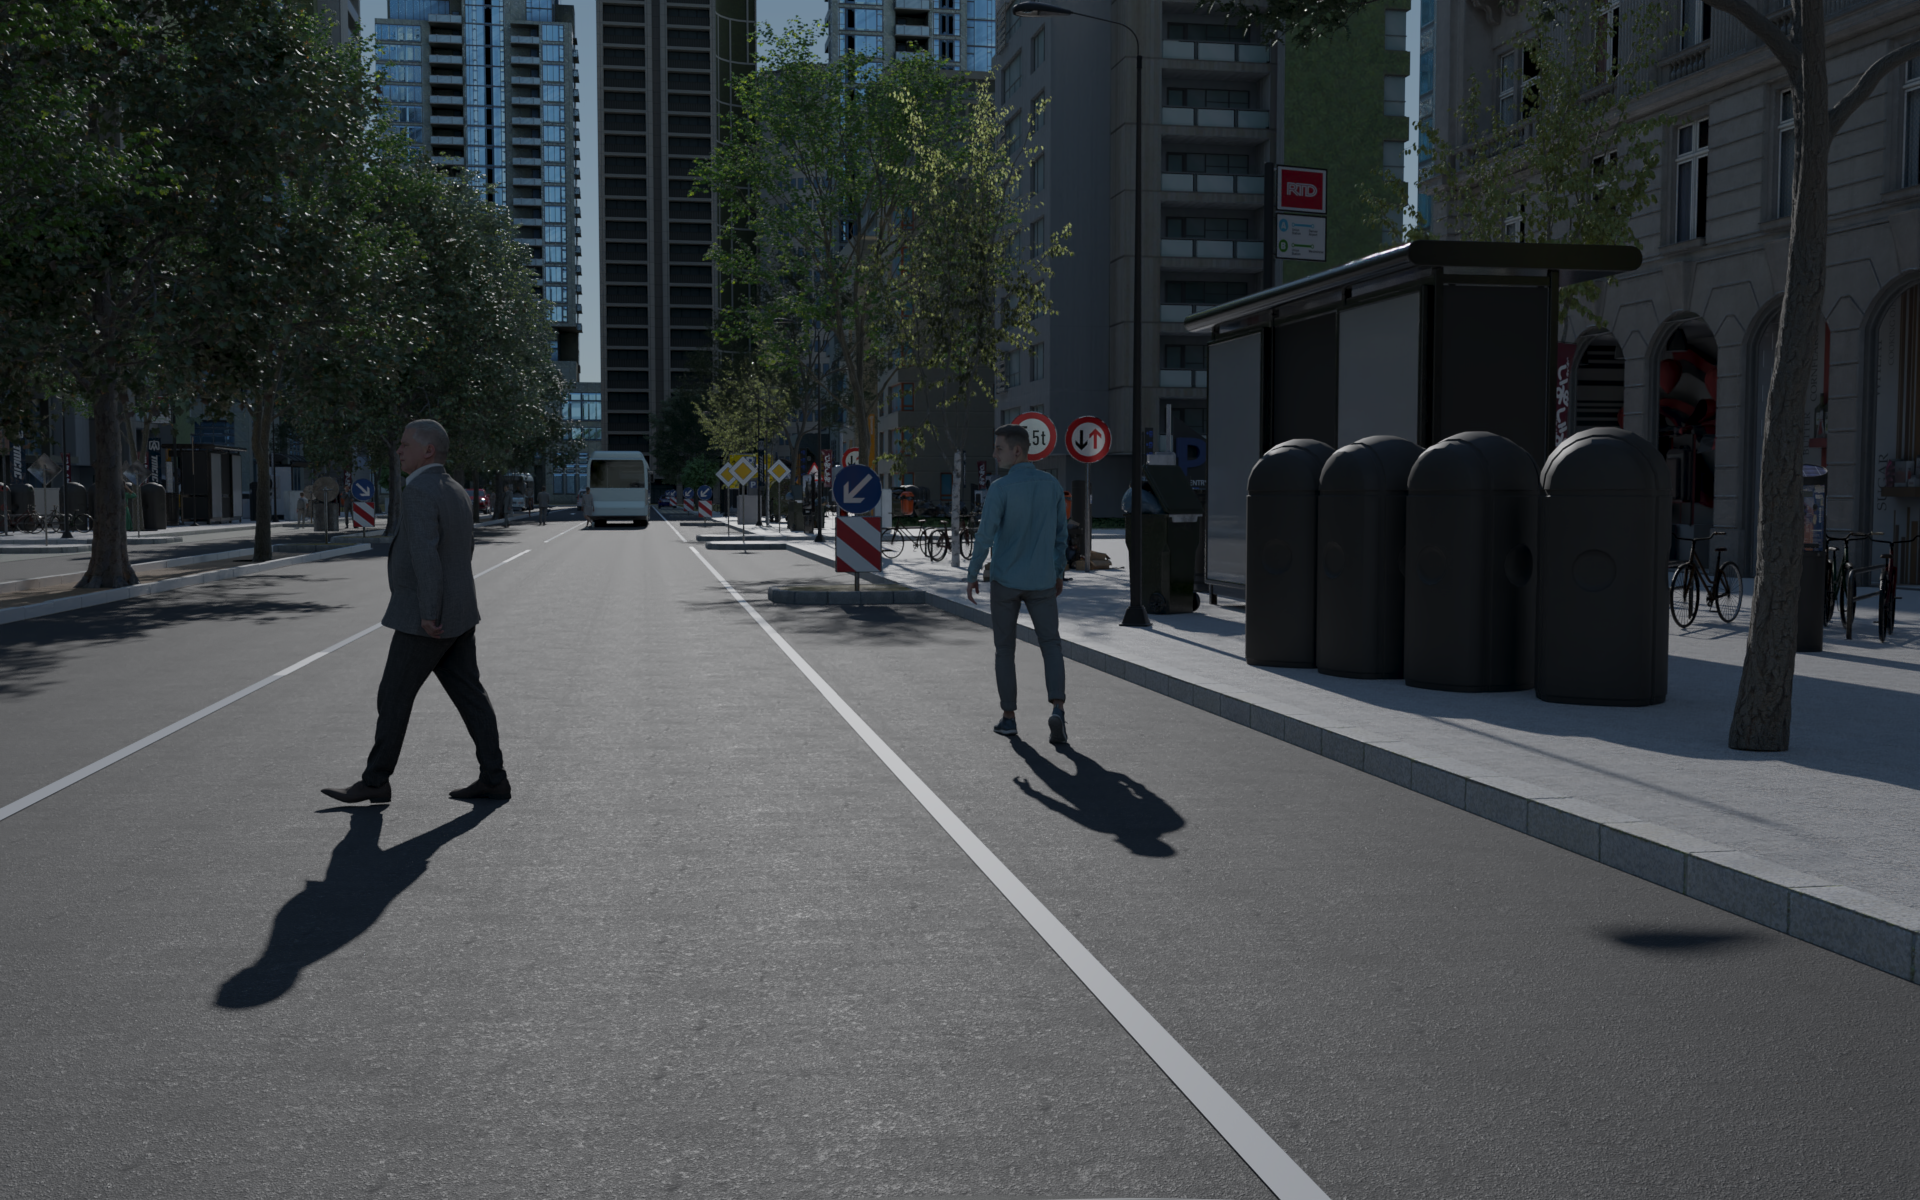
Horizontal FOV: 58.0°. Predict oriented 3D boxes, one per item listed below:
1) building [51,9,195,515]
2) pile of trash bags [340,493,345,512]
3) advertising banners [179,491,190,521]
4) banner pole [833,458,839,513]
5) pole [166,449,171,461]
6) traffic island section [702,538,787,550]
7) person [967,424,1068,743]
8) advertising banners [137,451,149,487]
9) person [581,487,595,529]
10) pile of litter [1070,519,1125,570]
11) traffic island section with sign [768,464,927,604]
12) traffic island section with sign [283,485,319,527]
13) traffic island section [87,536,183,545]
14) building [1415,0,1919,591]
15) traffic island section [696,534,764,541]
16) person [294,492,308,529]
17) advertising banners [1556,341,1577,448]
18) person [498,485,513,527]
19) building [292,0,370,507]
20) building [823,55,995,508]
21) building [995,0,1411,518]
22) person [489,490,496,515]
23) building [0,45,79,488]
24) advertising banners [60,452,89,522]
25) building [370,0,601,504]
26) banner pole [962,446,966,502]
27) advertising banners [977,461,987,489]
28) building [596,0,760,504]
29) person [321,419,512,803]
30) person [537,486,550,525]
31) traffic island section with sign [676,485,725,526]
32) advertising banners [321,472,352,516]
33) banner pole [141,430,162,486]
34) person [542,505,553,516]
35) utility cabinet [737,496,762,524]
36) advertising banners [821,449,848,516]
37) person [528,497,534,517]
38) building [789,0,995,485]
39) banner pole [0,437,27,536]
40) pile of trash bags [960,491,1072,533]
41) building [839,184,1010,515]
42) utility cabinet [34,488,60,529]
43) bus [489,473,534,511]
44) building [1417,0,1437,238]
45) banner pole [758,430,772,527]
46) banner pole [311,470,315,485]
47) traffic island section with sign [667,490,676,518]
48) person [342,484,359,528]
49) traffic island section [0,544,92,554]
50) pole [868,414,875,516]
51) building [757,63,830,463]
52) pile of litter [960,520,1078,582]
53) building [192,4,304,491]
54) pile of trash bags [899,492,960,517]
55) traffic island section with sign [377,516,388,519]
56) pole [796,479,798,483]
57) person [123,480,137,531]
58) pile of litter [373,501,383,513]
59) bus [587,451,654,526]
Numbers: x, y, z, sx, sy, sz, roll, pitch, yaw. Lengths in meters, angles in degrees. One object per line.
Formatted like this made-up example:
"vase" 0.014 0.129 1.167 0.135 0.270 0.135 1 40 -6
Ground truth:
"building" -53.512 -25.428 99.341 14.154 41.232 14.086 -1 4 -10
"pile of trash bags" -44.703 -6.880 122.242 1.912 1.369 3.447 3 4 37
"advertising banners" -35.972 -5.257 82.136 2.074 3.025 0.090 -1 4 -17
"banner pole" -8.567 -7.936 119.765 0.401 3.779 0.863 -2 4 -35
"pole" -34.657 -5.019 75.901 0.158 3.312 0.155 0 3 0
"traffic island section" -5.702 -1.441 45.833 2.009 0.180 2.903 -1 4 -10
"person" 0.361 -0.108 10.132 0.638 1.841 0.748 -1 4 -12
"advertising banners" -34.217 -4.570 70.900 2.074 3.025 0.090 -1 4 -18
"person" -15.185 -3.769 70.876 0.760 1.731 0.466 3 4 37
"pile of litter" 2.057 -0.948 29.464 1.719 0.858 1.176 -1 4 -18
"traffic island section with sign" -1.589 -0.911 23.517 1.989 1.847 2.006 -1 4 -10
"traffic island section with sign" -28.256 -4.081 75.348 1.989 1.847 2.006 -1 4 -10
"traffic island section" -24.009 -1.732 50.598 2.009 0.180 2.903 -1 4 -10
"building" 17.808 -11.261 25.918 13.314 21.916 24.055 -1 4 -10
"traffic island section" -7.149 -1.921 53.687 2.009 0.180 2.903 -1 4 -10
"person" -27.118 -3.681 71.281 0.523 1.515 0.503 2 4 26
"advertising banners" 6.350 -1.425 19.480 2.074 3.025 0.090 -3 5 -40
"person" -19.565 -4.034 74.551 0.694 1.812 0.767 2 4 31
"building" -74.500 -38.539 172.116 28.212 58.520 21.231 -1 4 -10
"building" 3.995 -28.264 153.998 32.217 40.220 23.993 -1 4 -10
"building" 9.591 -23.827 73.170 14.086 41.232 14.154 -1 4 -10
"person" -31.150 -6.513 115.322 0.374 1.781 0.599 -3 5 -44
"building" -102.749 -31.363 167.407 28.867 44.769 22.147 -1 4 -10
"advertising banners" -37.361 -4.736 73.622 0.090 3.025 2.074 1 4 19
"building" -62.676 -55.805 225.086 31.000 86.520 22.319 -1 4 -10
"banner pole" 0.203 -5.982 87.828 0.401 3.779 0.863 -1 4 -13
"advertising banners" 1.901 -5.788 90.819 2.074 3.025 0.090 0 4 -1
"building" -37.095 -48.371 229.120 20.611 71.187 20.563 -1 4 -10
"person" -2.527 0.052 8.050 0.834 1.777 0.661 0 4 -5
"person" -19.281 -4.375 80.223 0.606 1.804 0.583 -1 4 -14
"traffic island section with sign" -11.601 -4.236 77.882 1.989 1.847 2.006 -1 4 -10
"advertising banners" -36.559 -6.429 101.297 2.074 3.025 0.090 -1 4 -9
"banner pole" -31.502 -4.734 67.419 0.863 3.779 0.401 -2 4 -32
"person" -27.336 -6.161 114.727 0.738 1.151 1.012 1 4 20
"utility cabinet" -8.999 -3.842 73.981 1.020 1.237 0.306 -2 4 -25
"advertising banners" -4.574 -4.397 68.074 2.074 3.025 0.090 -3 4 -36
"person" -26.415 -5.713 106.575 0.373 1.253 0.362 0 4 -4
"building" -5.353 -52.973 178.775 22.319 86.520 31.000 -1 4 -10
"banner pole" -29.036 -3.857 53.077 0.401 3.779 0.863 3 5 42
"pile of trash bags" 2.025 -2.844 56.251 3.447 1.369 1.912 -1 4 -17
"building" 7.536 -16.387 112.961 27.650 21.520 28.899 -1 4 -10
"utility cabinet" -33.184 -3.316 62.896 1.173 1.500 0.318 -1 4 -21
"bus" -38.276 -9.391 148.395 2.948 3.499 13.247 -1 4 -10
"building" 38.436 -28.368 83.427 30.456 49.044 23.786 -1 4 -10
"banner pole" -7.693 -4.760 67.845 0.401 3.779 0.863 -3 4 -38
"banner pole" -38.297 -6.886 102.603 0.401 3.779 0.863 0 4 -5
"traffic island section with sign" -16.490 -5.857 104.391 1.989 1.847 2.006 -1 4 -10
"person" -25.398 -3.904 72.132 0.655 1.846 0.447 -2 4 -27
"traffic island section" -22.562 -1.252 42.745 2.009 0.180 2.903 -1 4 -10
"pole" -2.266 -3.084 44.266 0.158 3.312 0.155 0 3 0
"building" -13.298 -42.389 235.062 28.212 58.520 21.231 -1 4 -10
"pile of litter" 0.820 -0.707 25.525 1.719 0.858 1.176 0 4 2
"building" -64.084 -50.201 133.457 22.319 86.520 31.000 -1 4 -10
"pile of trash bags" -1.157 -3.664 69.654 3.447 1.369 1.912 3 5 44
"traffic island section with sign" -33.123 -5.702 101.861 1.989 1.847 2.006 -1 4 -10
"pole" -8.217 -5.750 87.859 0.158 3.312 0.155 0 3 0
"person" -19.641 -1.944 40.538 0.600 1.795 0.529 0 4 -4
"pile of litter" -39.934 -6.325 117.371 1.719 0.858 1.176 -2 4 -33
"bus" -15.770 -5.247 80.644 2.948 3.499 13.247 -1 4 -10
